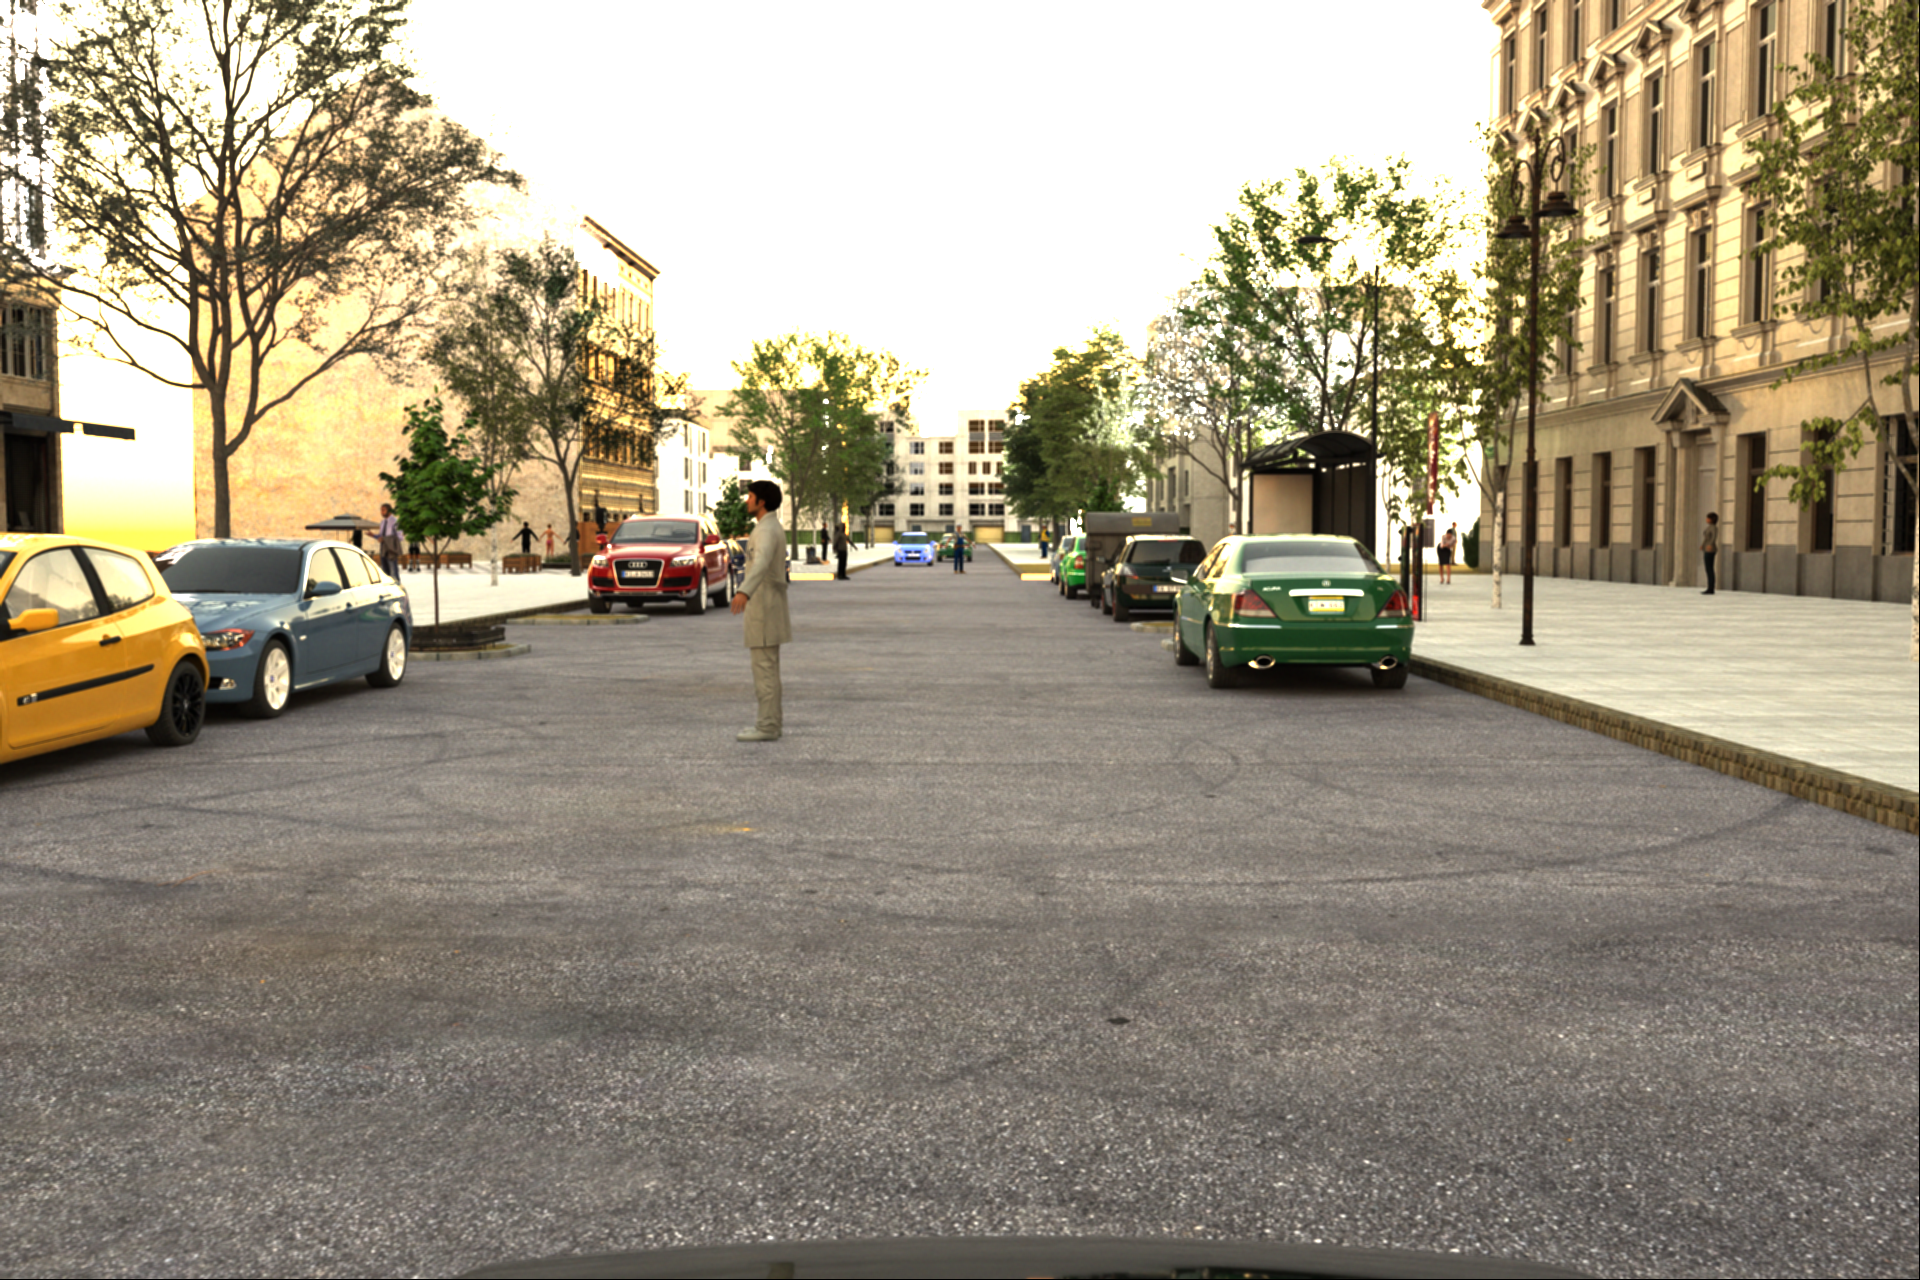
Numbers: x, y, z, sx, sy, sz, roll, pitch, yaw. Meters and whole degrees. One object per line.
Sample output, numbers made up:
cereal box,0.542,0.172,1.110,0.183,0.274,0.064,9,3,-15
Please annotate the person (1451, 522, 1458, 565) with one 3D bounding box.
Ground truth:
person,20.315,-3.967,71.129,0.705,1.796,1.348,1,4,18

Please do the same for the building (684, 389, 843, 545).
building,-25.044,-22.059,227.126,16.747,18.905,31.486,0,4,1

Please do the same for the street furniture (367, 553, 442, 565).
street furniture,-26.648,-3.552,73.705,10.072,0.657,5.734,1,4,15

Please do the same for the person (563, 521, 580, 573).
person,-12.704,-3.053,56.637,0.721,1.740,1.216,-2,4,-32

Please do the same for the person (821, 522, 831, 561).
person,-6.039,-4.369,77.656,0.704,1.802,1.346,1,4,10

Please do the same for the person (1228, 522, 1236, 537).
person,12.376,-4.473,78.991,0.705,1.847,1.347,2,4,24

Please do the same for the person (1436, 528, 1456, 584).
person,12.516,-2.164,44.608,0.628,1.438,0.799,-2,4,-27

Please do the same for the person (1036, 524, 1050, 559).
person,4.405,-5.203,91.036,0.705,1.833,1.349,-2,4,-26

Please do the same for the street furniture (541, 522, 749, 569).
street furniture,-11.554,-3.665,66.777,11.010,1.723,9.812,1,4,20

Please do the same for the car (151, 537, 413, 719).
car,-6.149,-0.181,14.959,2.014,1.417,4.499,0,4,1

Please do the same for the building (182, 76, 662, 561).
building,-27.058,-15.902,90.928,19.493,23.208,18.063,0,4,1

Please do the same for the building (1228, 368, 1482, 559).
building,22.270,-9.760,101.729,9.099,9.664,28.070,0,4,1

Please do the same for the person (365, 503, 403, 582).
person,-10.533,-1.573,31.632,0.709,1.838,0.599,3,4,36

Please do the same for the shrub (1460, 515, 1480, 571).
shrub,18.257,-3.439,60.277,1.661,2.075,1.752,0,3,0

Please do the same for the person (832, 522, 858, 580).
person,-3.668,-2.807,54.477,0.705,1.813,1.348,2,4,29

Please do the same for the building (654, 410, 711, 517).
building,-23.170,-11.455,129.436,9.099,9.664,28.070,0,4,0

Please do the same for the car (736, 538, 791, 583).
car,-5.867,-2.271,49.710,1.945,1.354,3.894,0,4,1

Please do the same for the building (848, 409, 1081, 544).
building,0.978,-23.405,251.578,31.486,18.905,16.747,1,4,10

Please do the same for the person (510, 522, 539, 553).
person,-18.507,-4.136,73.802,0.705,1.806,1.347,3,5,45

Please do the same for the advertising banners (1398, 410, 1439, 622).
advertising banners,6.767,-1.799,25.605,0.090,3.025,2.074,0,4,1

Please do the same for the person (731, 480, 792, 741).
person,-1.392,-0.213,12.119,0.705,1.806,1.347,0,4,1

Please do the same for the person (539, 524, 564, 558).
person,-18.060,-4.259,76.443,1.217,1.733,0.721,1,4,17

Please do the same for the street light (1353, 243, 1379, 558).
street light,7.019,-3.334,27.054,1.470,5.913,1.316,0,4,1

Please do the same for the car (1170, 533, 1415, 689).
car,3.247,-0.348,17.491,2.131,1.459,4.920,0,4,1

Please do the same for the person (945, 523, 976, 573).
person,-0.024,-3.358,63.224,1.347,1.847,0.705,-2,4,-35

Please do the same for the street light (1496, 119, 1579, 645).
street light,6.571,-2.880,19.884,0.468,5.910,1.993,0,4,1

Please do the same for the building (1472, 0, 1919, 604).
building,25.228,-15.882,36.086,17.030,29.872,44.131,0,4,0

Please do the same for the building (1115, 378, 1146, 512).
building,27.346,-22.895,205.254,19.493,23.208,18.063,0,4,1

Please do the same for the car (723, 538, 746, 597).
car,-5.934,-1.705,40.459,1.945,1.354,3.894,0,4,0

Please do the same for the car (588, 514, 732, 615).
car,-5.544,-1.457,32.503,2.281,1.827,5.304,0,4,0

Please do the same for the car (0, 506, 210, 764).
car,-6.091,-0.008,10.357,2.015,1.641,3.980,0,4,1

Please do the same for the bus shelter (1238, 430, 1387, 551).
bus shelter,7.286,-2.599,36.422,2.014,3.302,5.546,0,4,0

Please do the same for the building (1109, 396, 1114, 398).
building,24.700,-22.794,229.097,16.016,20.090,11.380,0,4,1

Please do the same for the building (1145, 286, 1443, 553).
building,24.084,-16.254,132.206,16.747,18.905,31.486,0,4,0

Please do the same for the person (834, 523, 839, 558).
person,-6.496,-5.244,91.512,0.705,1.856,1.354,0,4,-3

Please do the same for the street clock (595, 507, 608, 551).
street clock,-9.709,-2.592,46.953,0.358,2.002,0.471,0,4,1

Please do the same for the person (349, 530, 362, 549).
person,-22.138,-3.523,63.537,0.705,1.837,1.347,0,4,-3

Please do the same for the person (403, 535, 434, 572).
person,-18.727,-3.258,59.408,1.345,1.843,0.704,-1,4,-13

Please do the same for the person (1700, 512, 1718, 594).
person,15.930,-1.847,36.956,0.721,1.744,1.215,1,4,16

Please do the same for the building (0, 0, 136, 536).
building,-31.060,-18.184,43.428,12.429,33.558,17.177,0,4,1

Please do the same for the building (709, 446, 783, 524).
building,-22.838,-14.502,179.257,9.099,9.664,28.070,0,3,0
